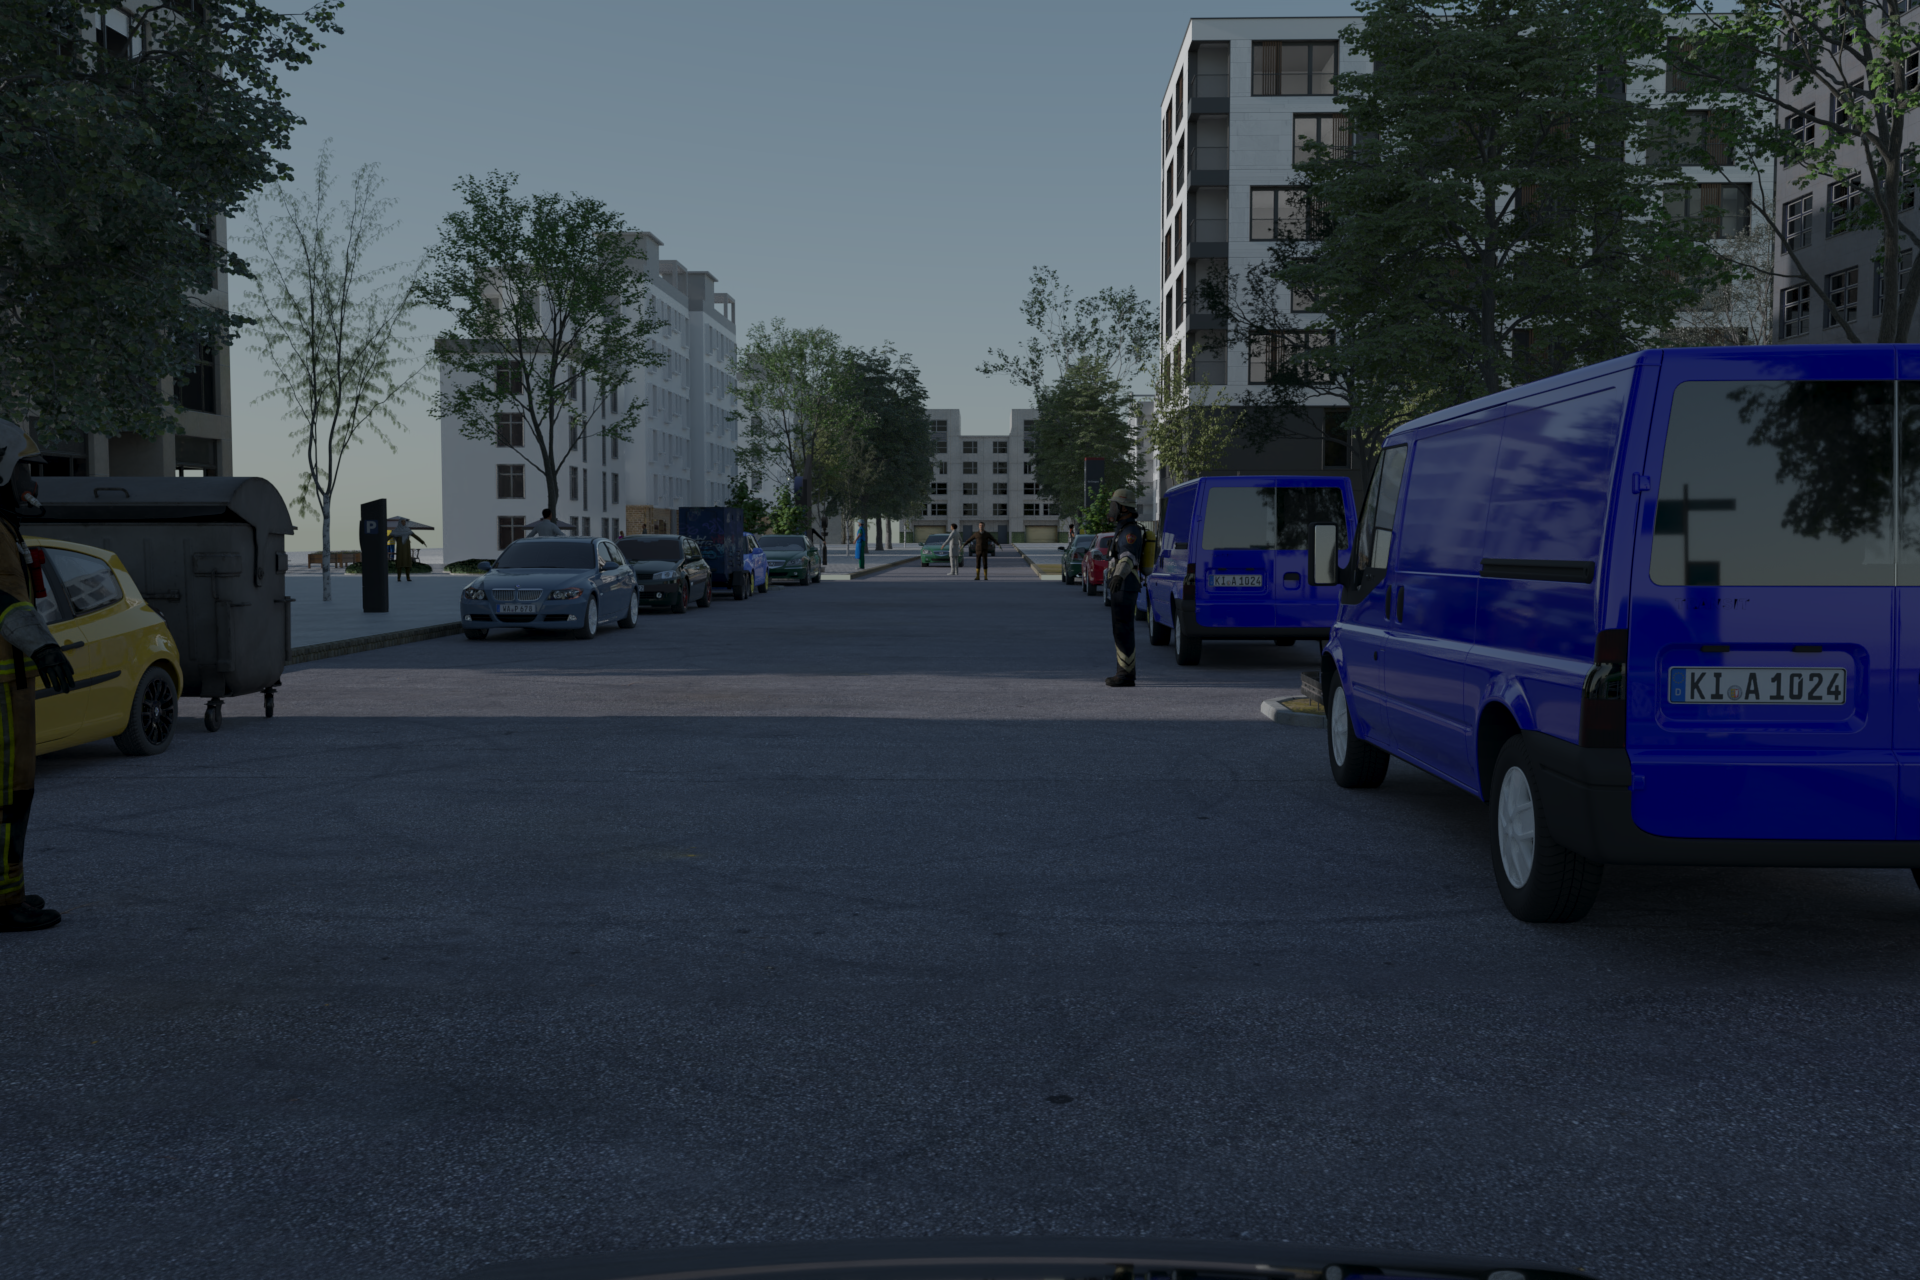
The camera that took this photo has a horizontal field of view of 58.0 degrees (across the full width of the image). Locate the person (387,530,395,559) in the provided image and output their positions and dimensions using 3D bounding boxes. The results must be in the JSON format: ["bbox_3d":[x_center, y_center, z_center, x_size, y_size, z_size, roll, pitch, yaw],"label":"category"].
[{"bbox_3d":[-23.128,-3.918,70.527,1.216,1.772,0.721,2,4,25],"label":"person"}]

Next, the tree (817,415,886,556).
[{"bbox_3d":[-6.679,-9.308,102.544,4.360,8.622,3.978,0,3,0],"label":"tree"}]

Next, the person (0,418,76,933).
[{"bbox_3d":[-3.502,0.116,6.332,0.705,1.858,1.354,-3,4,-38],"label":"person"}]

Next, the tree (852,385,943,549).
[{"bbox_3d":[-6.138,-14.708,147.128,9.857,13.997,8.962,0,3,0],"label":"tree"}]

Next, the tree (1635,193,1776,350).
[{"bbox_3d":[28.465,-9.265,61.856,12.009,13.543,11.850,0,3,0],"label":"tree"}]

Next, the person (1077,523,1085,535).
[{"bbox_3d":[5.906,-4.643,81.882,1.349,1.833,0.705,3,5,44],"label":"person"}]

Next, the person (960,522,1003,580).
[{"bbox_3d":[0.675,-2.765,53.806,1.346,1.812,0.704,1,4,11],"label":"person"}]

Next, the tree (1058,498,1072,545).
[{"bbox_3d":[9.978,-12.840,160.297,4.360,8.622,3.978,0,3,0],"label":"tree"}]

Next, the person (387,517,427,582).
[{"bbox_3d":[-15.037,-2.451,46.849,1.217,1.736,0.721,-2,4,-33],"label":"person"}]

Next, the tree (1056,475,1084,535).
[{"bbox_3d":[9.677,-11.952,145.774,4.737,8.622,4.395,0,3,0],"label":"tree"}]

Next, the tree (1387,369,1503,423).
[{"bbox_3d":[18.296,-7.013,65.033,4.737,8.622,4.395,0,3,0],"label":"tree"}]

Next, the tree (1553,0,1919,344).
[{"bbox_3d":[9.900,-5.658,18.256,9.928,11.665,9.643,0,3,0],"label":"tree"}]

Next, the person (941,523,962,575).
[{"bbox_3d":[-0.230,-3.175,60.553,0.705,1.806,1.347,2,4,30],"label":"person"}]

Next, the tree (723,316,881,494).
[{"bbox_3d":[-7.455,-9.577,82.342,9.928,11.665,9.643,0,3,0],"label":"tree"}]

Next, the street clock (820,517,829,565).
[{"bbox_3d":[-5.576,-4.085,71.354,0.358,2.002,0.471,0,4,2],"label":"street clock"}]

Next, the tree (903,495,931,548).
[{"bbox_3d":[-4.852,-12.847,160.414,4.737,8.622,4.395,0,3,0],"label":"tree"}]

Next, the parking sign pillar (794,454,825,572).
[{"bbox_3d":[-5.250,-4.256,58.050,1.447,3.967,1.447,0,4,2],"label":"parking sign pillar"}]

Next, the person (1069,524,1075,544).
[{"bbox_3d":[5.981,-5.263,92.191,0.704,1.843,1.345,-1,4,-11],"label":"person"}]

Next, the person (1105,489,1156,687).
[{"bbox_3d":[1.518,-0.496,16.347,0.705,1.856,1.354,0,4,3],"label":"person"}]

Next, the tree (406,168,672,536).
[{"bbox_3d":[-11.874,-7.596,49.949,9.928,11.665,9.643,0,3,0],"label":"tree"}]

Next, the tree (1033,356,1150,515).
[{"bbox_3d":[8.118,-11.777,110.681,7.486,12.596,7.792,0,3,0],"label":"tree"}]

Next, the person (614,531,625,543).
[{"bbox_3d":[-14.940,-4.097,76.249,0.599,1.433,0.991,3,5,43],"label":"person"}]

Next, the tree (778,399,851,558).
[{"bbox_3d":[-7.658,-8.786,94.013,4.737,8.622,4.395,0,3,0],"label":"tree"}]

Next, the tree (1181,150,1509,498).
[{"bbox_3d":[9.851,-6.587,42.112,8.767,10.594,7.601,-3,5,-41],"label":"tree"}]

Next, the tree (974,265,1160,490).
[{"bbox_3d":[7.909,-16.331,122.902,12.611,20.169,13.585,0,3,0],"label":"tree"}]

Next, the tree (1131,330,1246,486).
[{"bbox_3d":[7.991,-6.845,62.283,4.737,8.622,4.395,0,3,0],"label":"tree"}]

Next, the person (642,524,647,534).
[{"bbox_3d":[-15.670,-4.869,85.880,0.705,1.796,1.348,-1,4,-11],"label":"person"}]

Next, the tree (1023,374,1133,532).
[{"bbox_3d":[9.607,-14.070,136.702,9.857,13.997,8.962,0,3,0],"label":"tree"}]

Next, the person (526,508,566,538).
[{"bbox_3d":[-8.504,-1.812,35.780,1.344,1.810,0.704,1,4,18],"label":"person"}]

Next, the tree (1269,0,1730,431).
[{"bbox_3d":[9.047,-6.857,30.234,7.486,12.596,7.792,0,3,0],"label":"tree"}]

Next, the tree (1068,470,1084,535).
[{"bbox_3d":[10.404,-12.440,153.760,4.737,8.622,4.395,0,3,0],"label":"tree"}]

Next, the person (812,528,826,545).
[{"bbox_3d":[-5.568,-3.517,63.438,1.347,1.837,0.705,-1,4,-10],"label":"person"}]

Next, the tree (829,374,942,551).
[{"bbox_3d":[-6.275,-13.913,134.130,9.857,13.997,8.962,0,3,0],"label":"tree"}]

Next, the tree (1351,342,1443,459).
[{"bbox_3d":[15.720,-6.638,58.901,4.737,8.622,4.395,0,3,0],"label":"tree"}]

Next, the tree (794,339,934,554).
[{"bbox_3d":[-6.458,-12.691,114.152,9.857,13.997,8.962,0,3,0],"label":"tree"}]

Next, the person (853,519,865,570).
[{"bbox_3d":[-3.619,-3.467,62.812,0.704,1.817,1.347,1,4,9],"label":"person"}]

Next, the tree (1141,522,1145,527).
[{"bbox_3d":[26.052,-18.061,245.657,4.737,8.622,4.395,0,3,0],"label":"tree"}]
